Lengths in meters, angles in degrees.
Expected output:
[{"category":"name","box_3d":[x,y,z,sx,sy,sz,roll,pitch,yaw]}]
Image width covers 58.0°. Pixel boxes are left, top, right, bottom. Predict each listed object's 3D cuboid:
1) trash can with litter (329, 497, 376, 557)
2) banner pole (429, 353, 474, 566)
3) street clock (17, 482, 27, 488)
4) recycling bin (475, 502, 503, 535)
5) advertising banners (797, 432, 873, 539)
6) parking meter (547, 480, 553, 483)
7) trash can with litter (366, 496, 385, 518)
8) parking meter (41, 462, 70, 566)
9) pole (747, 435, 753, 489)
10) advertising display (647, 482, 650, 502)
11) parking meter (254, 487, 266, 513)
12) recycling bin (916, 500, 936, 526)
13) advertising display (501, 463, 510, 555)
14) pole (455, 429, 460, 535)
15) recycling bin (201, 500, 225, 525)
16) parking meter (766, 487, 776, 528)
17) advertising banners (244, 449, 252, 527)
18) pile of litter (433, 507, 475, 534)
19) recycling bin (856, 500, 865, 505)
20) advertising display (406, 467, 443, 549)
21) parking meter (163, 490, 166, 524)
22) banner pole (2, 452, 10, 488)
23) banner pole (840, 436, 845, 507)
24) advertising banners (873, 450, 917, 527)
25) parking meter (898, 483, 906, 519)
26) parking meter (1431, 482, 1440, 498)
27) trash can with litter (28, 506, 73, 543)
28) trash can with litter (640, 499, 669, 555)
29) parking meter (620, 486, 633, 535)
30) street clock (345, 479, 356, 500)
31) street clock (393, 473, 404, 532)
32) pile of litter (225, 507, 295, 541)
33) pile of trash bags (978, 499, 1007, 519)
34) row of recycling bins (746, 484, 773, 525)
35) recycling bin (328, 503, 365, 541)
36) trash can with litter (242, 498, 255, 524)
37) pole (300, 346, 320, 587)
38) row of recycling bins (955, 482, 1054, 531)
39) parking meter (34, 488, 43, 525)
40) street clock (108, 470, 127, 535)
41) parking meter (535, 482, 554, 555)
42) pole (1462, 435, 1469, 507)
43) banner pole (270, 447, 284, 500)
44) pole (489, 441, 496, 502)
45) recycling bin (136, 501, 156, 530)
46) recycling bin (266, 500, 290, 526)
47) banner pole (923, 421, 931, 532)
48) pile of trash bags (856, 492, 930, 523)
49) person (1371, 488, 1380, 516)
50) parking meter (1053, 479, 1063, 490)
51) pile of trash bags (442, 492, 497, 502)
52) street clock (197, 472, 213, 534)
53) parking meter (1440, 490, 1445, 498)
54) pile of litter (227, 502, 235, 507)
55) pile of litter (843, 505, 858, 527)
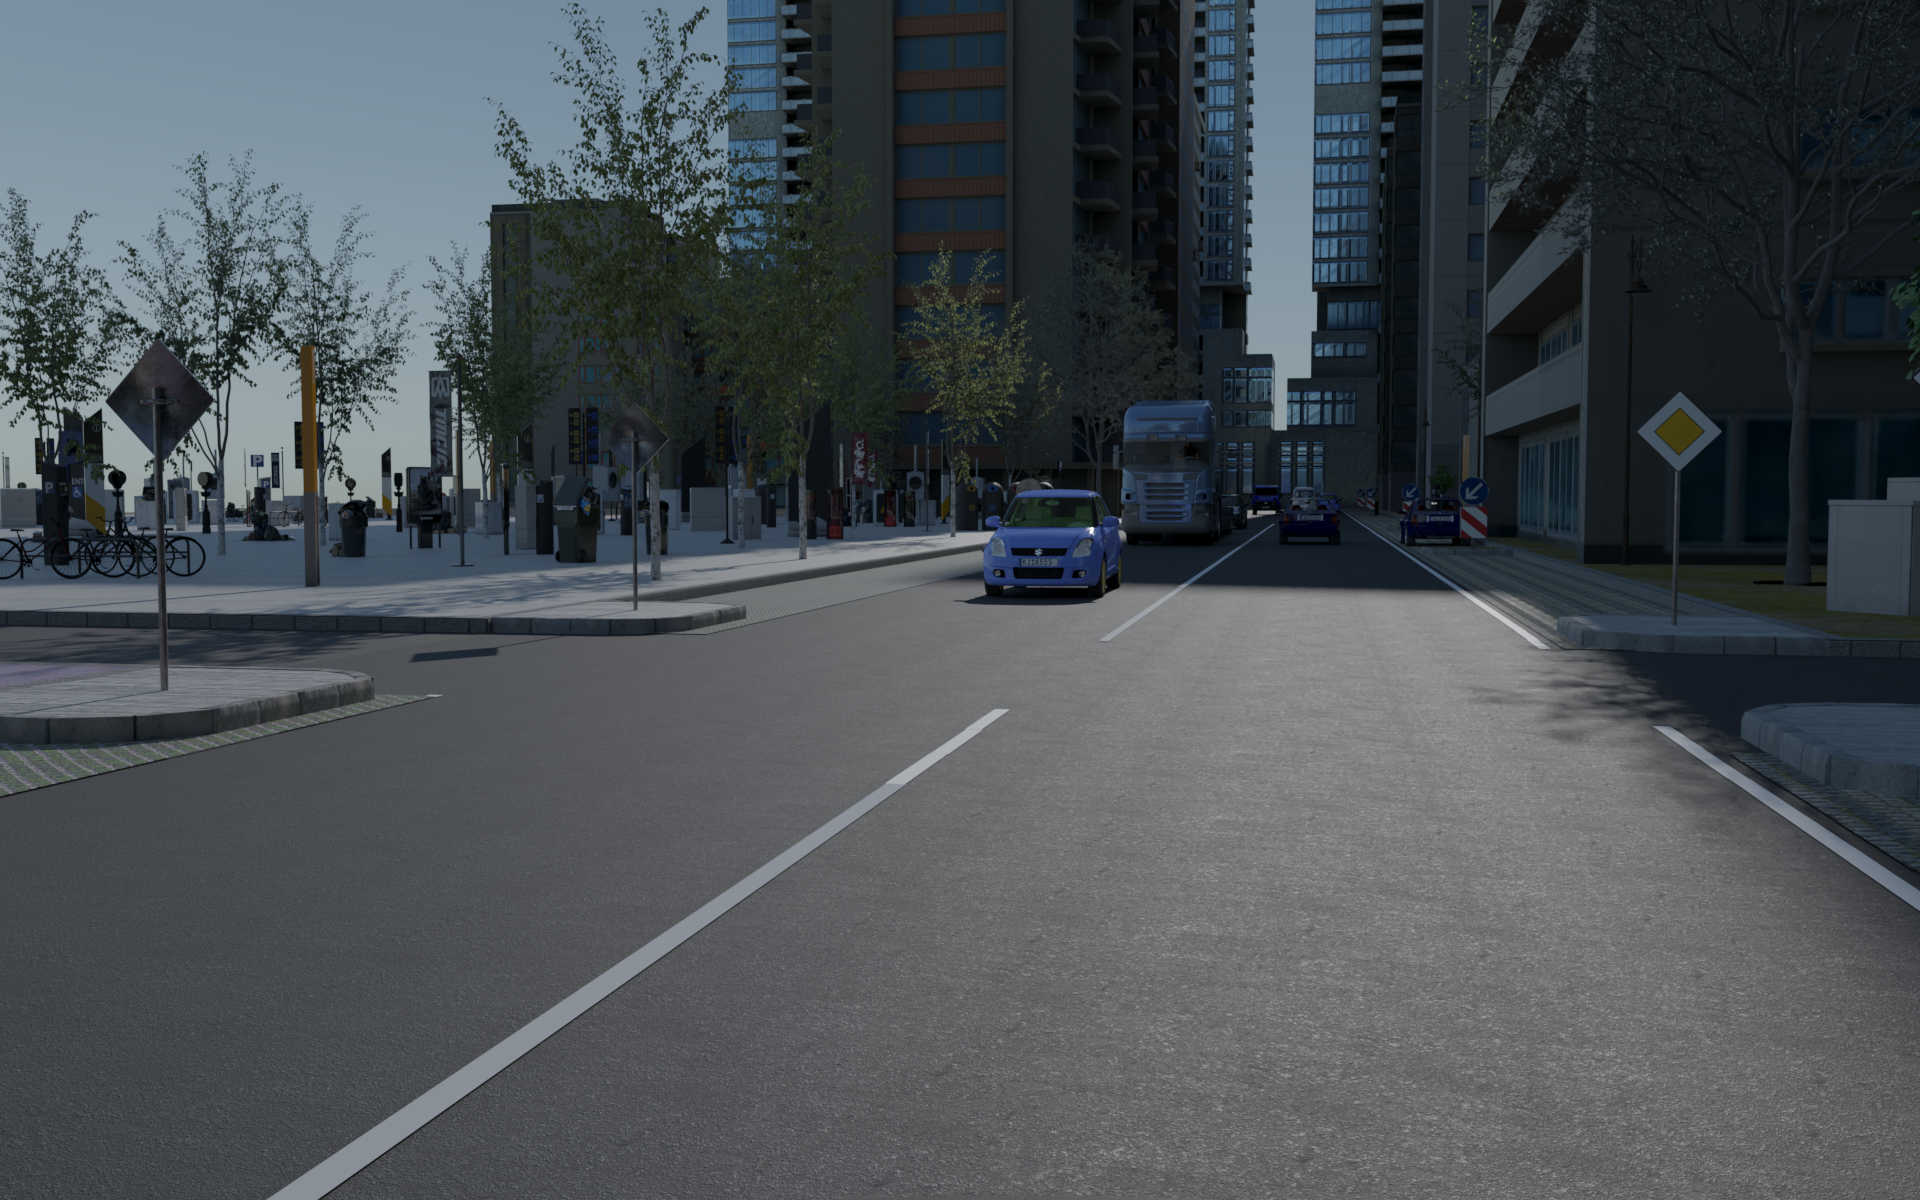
[{"category":"trash can with litter","box_3d":[-12.555,-1.467,35.372,1.055,1.170,0.624,3,5,41]},{"category":"banner pole","box_3d":[-9.087,-2.496,30.829,0.863,3.779,0.401,1,4,18]},{"category":"street clock","box_3d":[-56.660,-6.122,104.658,0.471,2.002,0.358,0,4,-6]},{"category":"recycling bin","box_3d":[-14.925,-2.596,55.005,0.722,1.027,0.722,-3,4,-37]},{"category":"advertising banners","box_3d":[-3.564,-3.224,48.894,2.074,3.025,0.090,0,4,6]},{"category":"parking meter","box_3d":[-17.237,-4.106,72.848,0.255,1.863,0.399,-1,4,-14]},{"category":"trash can with litter","box_3d":[-31.441,-4.995,93.059,1.055,1.170,0.624,0,4,2]},{"category":"parking meter","box_3d":[-16.255,-1.555,31.138,0.399,1.863,0.255,1,4,15]},{"category":"pole","box_3d":[-7.310,-4.067,60.333,0.158,3.312,0.155,0,3,0]},{"category":"advertising display","box_3d":[-16.459,-5.250,91.059,0.123,1.923,0.974,-2,4,-30]},{"category":"parking meter","box_3d":[-34.885,-4.761,86.249,0.372,1.533,0.369,0,3,0]},{"category":"recycling bin","box_3d":[-1.383,-3.571,70.939,0.722,1.027,0.722,1,4,9]},{"category":"advertising display","box_3d":[-9.631,-1.926,36.706,0.123,1.923,0.974,-1,4,-17]},{"category":"pole","box_3d":[-15.774,-3.712,54.540,0.158,3.312,0.155,0,3,0]},{"category":"recycling bin","box_3d":[-31.250,-3.665,72.484,0.722,1.027,0.722,3,5,44]},{"category":"parking meter","box_3d":[-7.239,-3.549,66.431,0.372,1.533,0.369,0,3,0]},{"category":"advertising banners","box_3d":[-27.768,-4.361,67.488,0.090,3.025,2.074,-1,4,-17]},{"category":"pile of litter","box_3d":[-16.638,-2.607,56.583,1.719,0.858,1.176,-3,4,-37]},{"category":"recycling bin","box_3d":[-4.841,-4.157,80.515,0.722,1.027,0.722,1,4,9]},{"category":"advertising display","box_3d":[-12.652,-2.185,40.933,0.123,1.923,0.974,2,4,33]},{"category":"parking meter","box_3d":[-33.909,-3.982,73.516,0.372,1.533,0.369,0,3,0]},{"category":"banner pole","box_3d":[-56.490,-6.884,102.576,0.863,3.779,0.401,2,4,31]},{"category":"banner pole","box_3d":[-5.071,-5.177,74.668,0.401,3.779,0.863,-1,4,-19]},{"category":"advertising banners","box_3d":[-2.699,-4.360,67.471,2.074,3.025,0.090,0,4,-2]},{"category":"parking meter","box_3d":[-3.004,-5.124,89.489,0.399,1.863,0.255,0,4,5]},{"category":"parking meter","box_3d":[23.302,-4.839,84.832,0.255,1.863,0.399,-2,4,-24]},{"category":"trash can with litter","box_3d":[-24.149,-2.114,45.948,1.055,1.170,0.624,-3,5,-41]},{"category":"trash can with litter","box_3d":[-6.496,-1.553,36.785,0.624,1.170,1.055,-1,4,-12]},{"category":"parking meter","box_3d":[-10.365,-2.777,53.818,0.372,1.533,0.369,0,3,0]},{"category":"street clock","box_3d":[-28.074,-4.603,79.826,0.471,2.002,0.358,1,4,20]},{"category":"street clock","box_3d":[-18.937,-3.295,58.448,0.358,2.002,0.471,-1,4,-9]},{"category":"pile of litter","box_3d":[-19.135,-2.061,47.659,1.719,0.858,1.176,2,4,26]},{"category":"pile of trash bags","box_3d":[1.166,-4.833,88.771,1.912,1.369,3.447,-2,4,-27]},{"category":"row of recycling bins","box_3d":[-8.600,-4.125,74.549,1.069,1.692,3.534,-1,4,-14]},{"category":"recycling bin","box_3d":[-17.040,-2.176,48.135,0.722,1.027,0.722,2,4,27]},{"category":"trash can with litter","box_3d":[-30.566,-3.872,74.696,1.055,1.170,0.624,2,4,31]},{"category":"pole","box_3d":[-8.976,-1.840,23.924,0.158,3.312,0.155,0,3,0]},{"category":"row of recycling bins","box_3d":[1.564,-3.290,60.911,3.534,1.692,1.069,0,4,3]},{"category":"parking meter","box_3d":[-37.948,-3.845,71.273,0.372,1.533,0.369,0,3,0]},{"category":"street clock","box_3d":[-25.521,-2.931,52.491,0.358,2.002,0.471,3,4,37]},{"category":"parking meter","box_3d":[-8.826,-1.736,36.795,0.372,1.533,0.369,0,3,0]},{"category":"pole","box_3d":[17.466,-4.036,59.840,0.158,3.312,0.155,0,3,0]},{"category":"banner pole","box_3d":[-36.055,-6.217,91.667,0.401,3.779,0.863,3,5,44]},{"category":"pole","box_3d":[-18.075,-4.473,66.973,0.158,3.312,0.155,0,3,0]},{"category":"recycling bin","box_3d":[-28.720,-2.990,61.446,0.722,1.027,0.722,0,4,-7]},{"category":"recycling bin","box_3d":[-27.311,-3.467,69.241,0.722,1.027,0.722,1,4,23]},{"category":"banner pole","box_3d":[-1.099,-4.228,59.140,0.401,3.779,0.863,0,4,-6]},{"category":"pile of trash bags","box_3d":[-3.047,-4.134,77.342,3.447,1.369,1.912,-1,4,-12]},{"category":"person","box_3d":[27.516,-6.483,114.515,0.705,1.823,1.348,0,4,-8]},{"category":"parking meter","box_3d":[3.724,-3.676,65.820,0.255,1.863,0.399,2,4,25]},{"category":"pile of trash bags","box_3d":[-28.139,-5.452,98.894,3.447,1.369,1.912,-1,4,-23]},{"category":"street clock","box_3d":[-24.419,-3.150,56.080,0.471,2.002,0.358,2,4,25]},{"category":"parking meter","box_3d":[24.158,-4.805,86.968,0.372,1.533,0.369,0,3,0]},{"category":"pile of litter","box_3d":[-40.221,-4.964,95.131,1.719,0.858,1.176,-3,5,-42]},{"category":"pile of litter","box_3d":[-4.776,-3.332,68.442,1.719,0.858,1.176,-2,4,-23]}]
